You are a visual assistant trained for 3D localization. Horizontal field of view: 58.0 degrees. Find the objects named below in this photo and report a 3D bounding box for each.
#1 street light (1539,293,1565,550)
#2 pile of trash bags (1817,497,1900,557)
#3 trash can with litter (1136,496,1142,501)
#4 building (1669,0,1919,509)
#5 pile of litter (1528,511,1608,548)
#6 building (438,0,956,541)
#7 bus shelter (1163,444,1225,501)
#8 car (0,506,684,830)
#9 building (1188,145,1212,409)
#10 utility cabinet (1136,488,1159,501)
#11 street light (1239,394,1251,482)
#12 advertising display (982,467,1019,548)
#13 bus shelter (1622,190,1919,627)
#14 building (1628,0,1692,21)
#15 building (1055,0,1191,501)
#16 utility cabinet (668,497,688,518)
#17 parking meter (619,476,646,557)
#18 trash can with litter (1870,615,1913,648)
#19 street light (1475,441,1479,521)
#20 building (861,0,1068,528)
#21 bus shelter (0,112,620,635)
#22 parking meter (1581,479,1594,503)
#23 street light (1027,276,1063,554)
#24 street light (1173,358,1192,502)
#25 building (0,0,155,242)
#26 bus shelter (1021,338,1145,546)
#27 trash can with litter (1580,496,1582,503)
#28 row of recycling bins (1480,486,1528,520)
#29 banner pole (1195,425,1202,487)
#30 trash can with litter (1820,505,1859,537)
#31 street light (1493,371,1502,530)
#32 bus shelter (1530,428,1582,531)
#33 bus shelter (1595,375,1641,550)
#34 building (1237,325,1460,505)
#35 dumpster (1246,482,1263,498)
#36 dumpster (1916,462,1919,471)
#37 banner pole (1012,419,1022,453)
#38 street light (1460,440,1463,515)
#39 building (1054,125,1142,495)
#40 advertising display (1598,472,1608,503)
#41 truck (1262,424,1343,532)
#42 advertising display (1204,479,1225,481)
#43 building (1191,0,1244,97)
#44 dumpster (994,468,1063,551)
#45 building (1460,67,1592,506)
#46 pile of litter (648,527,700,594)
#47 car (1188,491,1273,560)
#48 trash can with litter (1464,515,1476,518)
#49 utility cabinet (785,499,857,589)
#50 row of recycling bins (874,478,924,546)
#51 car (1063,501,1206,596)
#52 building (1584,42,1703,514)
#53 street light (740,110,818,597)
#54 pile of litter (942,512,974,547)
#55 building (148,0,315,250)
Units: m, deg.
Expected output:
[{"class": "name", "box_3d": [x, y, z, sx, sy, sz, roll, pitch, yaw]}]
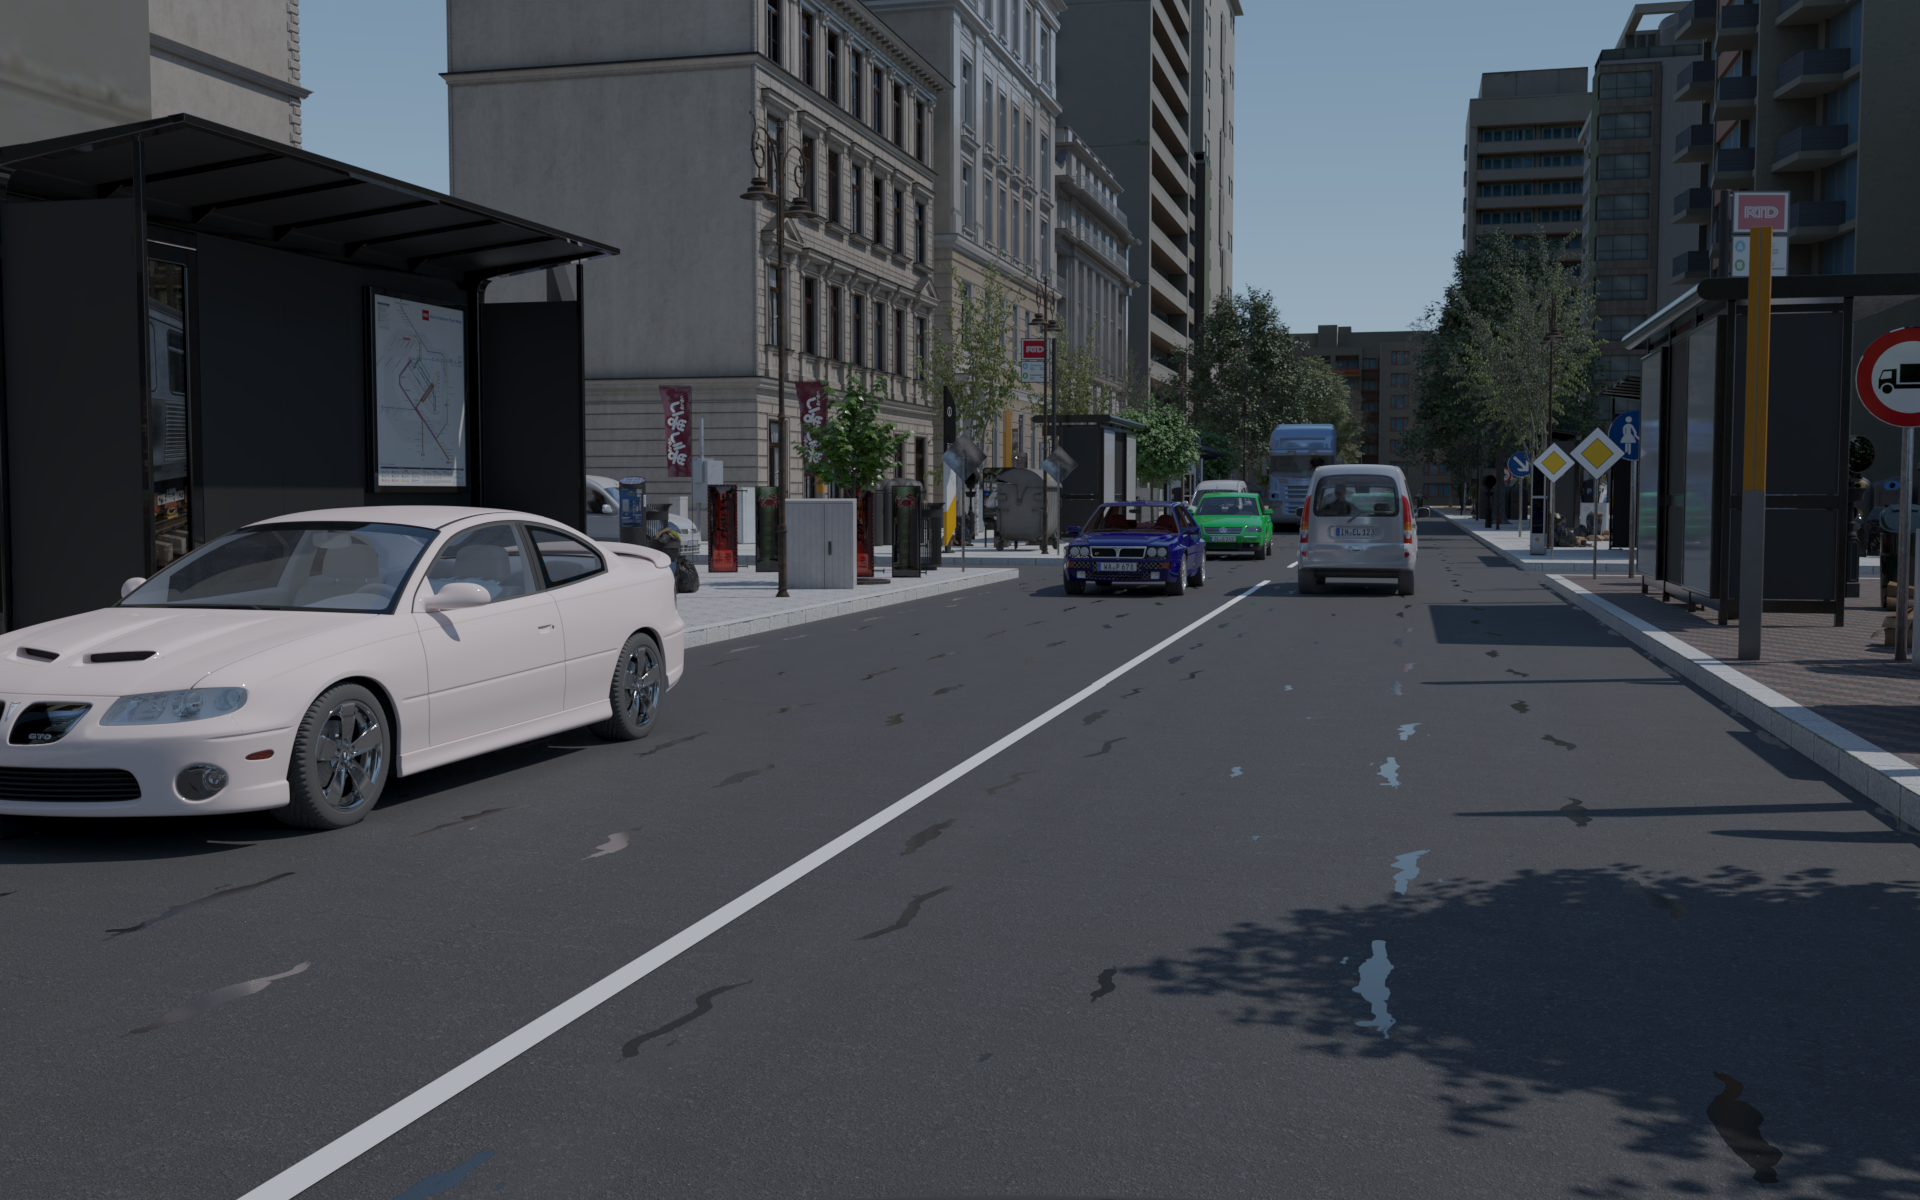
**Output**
[{"class": "street light", "box_3d": [13.611, -4.108, 39.951, 0.468, 5.910, 1.993, 1, 4, 14]}, {"class": "pile of trash bags", "box_3d": [19.295, -1.570, 35.426, 3.447, 1.369, 1.912, 2, 4, 24]}, {"class": "trash can with litter", "box_3d": [7.205, -3.793, 73.072, 1.678, 1.210, 2.233, 1, 4, 11]}, {"class": "building", "box_3d": [44.725, -25.876, 77.693, 22.147, 44.769, 28.867, 1, 4, 14]}, {"class": "pile of litter", "box_3d": [14.687, -1.732, 42.280, 1.176, 0.858, 1.719, -1, 4, -19]}, {"class": "building", "box_3d": [-7.672, -11.717, 56.196, 10.561, 19.102, 19.286, 1, 4, 14]}, {"class": "bus shelter", "box_3d": [9.097, -4.534, 68.049, 2.014, 3.302, 5.546, 1, 4, 14]}, {"class": "car", "box_3d": [-3.098, 0.201, 9.076, 2.083, 1.381, 4.827, 1, 4, 16]}, {"class": "building", "box_3d": [12.686, -22.629, 141.691, 14.160, 30.474, 14.107, 1, 4, 14]}, {"class": "utility cabinet", "box_3d": [6.574, -3.292, 62.500, 1.173, 1.500, 0.318, 1, 4, 23]}, {"class": "street light", "box_3d": [13.184, -6.581, 80.384, 0.468, 5.910, 1.993, 1, 4, 14]}, {"class": "advertising display", "box_3d": [0.993, -2.224, 41.572, 0.974, 1.923, 0.123, 2, 4, 29]}, {"class": "bus shelter", "box_3d": [9.268, -2.638, 20.759, 2.179, 5.291, 8.768, 1, 4, 14]}, {"class": "building", "box_3d": [62.247, -26.835, 130.636, 32.217, 40.220, 23.993, 1, 4, 14]}, {"class": "building", "box_3d": [4.584, -30.640, 124.673, 21.300, 48.544, 21.600, 1, 4, 14]}, {"class": "utility cabinet", "box_3d": [-6.941, -1.926, 42.650, 0.306, 1.237, 1.020, 0, 4, 2]}, {"class": "parking meter", "box_3d": [-4.608, -0.977, 24.393, 0.372, 1.533, 0.369, 0, 3, 0]}, {"class": "trash can with litter", "box_3d": [8.146, -0.180, 14.327, 1.055, 1.170, 0.624, 3, 5, 39]}, {"class": "street light", "box_3d": [24.970, -6.770, 83.474, 0.468, 5.910, 1.993, 1, 4, 14]}, {"class": "building", "box_3d": [-3.825, -17.695, 75.221, 13.634, 28.700, 20.117, 1, 4, 14]}, {"class": "bus shelter", "box_3d": [-4.849, -1.386, 13.937, 1.731, 3.624, 6.357, 1, 4, 14]}, {"class": "parking meter", "box_3d": [23.970, -3.700, 66.212, 0.399, 1.863, 0.255, -1, 4, -9]}, {"class": "street light", "box_3d": [1.815, -3.917, 36.830, 0.468, 5.910, 1.993, 1, 4, 14]}, {"class": "street light", "box_3d": [7.558, -5.264, 58.858, 0.468, 5.910, 1.993, 1, 4, 14]}, {"class": "building", "box_3d": [-23.392, -23.863, 13.859, 21.600, 48.544, 21.300, 1, 4, 14]}, {"class": "bus shelter", "box_3d": [3.287, -4.246, 47.055, 2.179, 5.291, 8.768, 1, 4, 15]}, {"class": "trash can with litter", "box_3d": [35.742, -5.378, 98.992, 2.233, 1.210, 1.678, -1, 4, -10]}, {"class": "row of recycling bins", "box_3d": [27.388, -4.905, 87.310, 1.069, 1.692, 3.534, -1, 4, -15]}, {"class": "banner pole", "box_3d": [8.734, -4.494, 63.488, 0.401, 3.779, 0.863, 1, 4, 21]}, {"class": "trash can with litter", "box_3d": [12.516, -0.826, 24.890, 0.624, 1.170, 1.055, 1, 4, 19]}, {"class": "street light", "box_3d": [19.294, -5.454, 61.961, 0.468, 5.910, 1.993, 1, 4, 14]}, {"class": "bus shelter", "box_3d": [21.726, -4.430, 63.713, 1.731, 3.624, 6.357, 1, 4, 14]}, {"class": "bus shelter", "box_3d": [14.761, -2.796, 37.004, 1.731, 3.624, 6.357, 1, 4, 15]}, {"class": "building", "box_3d": [45.954, -22.452, 212.124, 28.899, 21.520, 27.650, 1, 4, 14]}, {"class": "dumpster", "box_3d": [14.484, -4.965, 86.940, 1.264, 1.857, 1.865, 1, 4, 15]}, {"class": "dumpster", "box_3d": [6.210, -0.233, 9.561, 1.264, 1.857, 1.865, 1, 4, 14]}, {"class": "banner pole", "box_3d": [1.907, -4.155, 57.947, 0.401, 3.779, 0.863, -2, 4, -24]}, {"class": "street light", "box_3d": [30.508, -8.100, 105.229, 0.468, 5.910, 1.993, 1, 4, 14]}, {"class": "building", "box_3d": [1.831, -15.650, 97.673, 13.314, 21.916, 24.055, 1, 4, 14]}, {"class": "advertising display", "box_3d": [18.856, -2.797, 50.939, 0.123, 1.923, 0.974, 2, 4, 34]}, {"class": "truck", "box_3d": [14.569, -5.055, 72.411, 2.967, 4.110, 18.799, 1, 4, 13]}, {"class": "advertising display", "box_3d": [10.520, -4.080, 71.930, 0.974, 1.923, 0.123, 0, 4, -6]}, {"class": "building", "box_3d": [11.858, -35.299, 166.380, 27.495, 52.752, 28.713, 1, 4, 14]}, {"class": "dumpster", "box_3d": [1.546, -2.061, 39.448, 1.264, 1.857, 1.865, 1, 4, 15]}, {"class": "building", "box_3d": [69.291, -35.291, 200.709, 21.600, 48.544, 21.300, 1, 4, 14]}, {"class": "pile of litter", "box_3d": [-4.024, -0.505, 22.225, 1.176, 0.858, 1.719, 3, 4, 36]}, {"class": "car", "box_3d": [6.112, -1.859, 39.190, 1.959, 1.807, 4.718, 1, 4, 13]}, {"class": "trash can with litter", "box_3d": [28.302, -5.037, 93.413, 1.678, 1.210, 2.233, -3, 4, -38]}, {"class": "utility cabinet", "box_3d": [-1.929, -0.754, 23.492, 1.020, 1.237, 0.306, 0, 4, 7]}, {"class": "row of recycling bins", "box_3d": [-1.798, -2.251, 43.911, 1.069, 1.692, 3.534, 1, 4, 21]}, {"class": "car", "box_3d": [2.648, -0.810, 25.822, 1.945, 1.354, 3.894, 1, 4, 14]}, {"class": "building", "box_3d": [48.744, -20.968, 114.527, 14.160, 30.474, 14.107, 1, 4, 14]}, {"class": "street light", "box_3d": [-2.210, -2.973, 21.403, 0.468, 5.910, 1.993, 1, 4, 14]}, {"class": "pile of litter", "box_3d": [-0.190, -1.760, 42.747, 1.176, 0.858, 1.719, 1, 4, 12]}, {"class": "building", "box_3d": [-33.084, -14.010, 57.945, 19.941, 23.489, 11.050, 1, 4, 14]}]
